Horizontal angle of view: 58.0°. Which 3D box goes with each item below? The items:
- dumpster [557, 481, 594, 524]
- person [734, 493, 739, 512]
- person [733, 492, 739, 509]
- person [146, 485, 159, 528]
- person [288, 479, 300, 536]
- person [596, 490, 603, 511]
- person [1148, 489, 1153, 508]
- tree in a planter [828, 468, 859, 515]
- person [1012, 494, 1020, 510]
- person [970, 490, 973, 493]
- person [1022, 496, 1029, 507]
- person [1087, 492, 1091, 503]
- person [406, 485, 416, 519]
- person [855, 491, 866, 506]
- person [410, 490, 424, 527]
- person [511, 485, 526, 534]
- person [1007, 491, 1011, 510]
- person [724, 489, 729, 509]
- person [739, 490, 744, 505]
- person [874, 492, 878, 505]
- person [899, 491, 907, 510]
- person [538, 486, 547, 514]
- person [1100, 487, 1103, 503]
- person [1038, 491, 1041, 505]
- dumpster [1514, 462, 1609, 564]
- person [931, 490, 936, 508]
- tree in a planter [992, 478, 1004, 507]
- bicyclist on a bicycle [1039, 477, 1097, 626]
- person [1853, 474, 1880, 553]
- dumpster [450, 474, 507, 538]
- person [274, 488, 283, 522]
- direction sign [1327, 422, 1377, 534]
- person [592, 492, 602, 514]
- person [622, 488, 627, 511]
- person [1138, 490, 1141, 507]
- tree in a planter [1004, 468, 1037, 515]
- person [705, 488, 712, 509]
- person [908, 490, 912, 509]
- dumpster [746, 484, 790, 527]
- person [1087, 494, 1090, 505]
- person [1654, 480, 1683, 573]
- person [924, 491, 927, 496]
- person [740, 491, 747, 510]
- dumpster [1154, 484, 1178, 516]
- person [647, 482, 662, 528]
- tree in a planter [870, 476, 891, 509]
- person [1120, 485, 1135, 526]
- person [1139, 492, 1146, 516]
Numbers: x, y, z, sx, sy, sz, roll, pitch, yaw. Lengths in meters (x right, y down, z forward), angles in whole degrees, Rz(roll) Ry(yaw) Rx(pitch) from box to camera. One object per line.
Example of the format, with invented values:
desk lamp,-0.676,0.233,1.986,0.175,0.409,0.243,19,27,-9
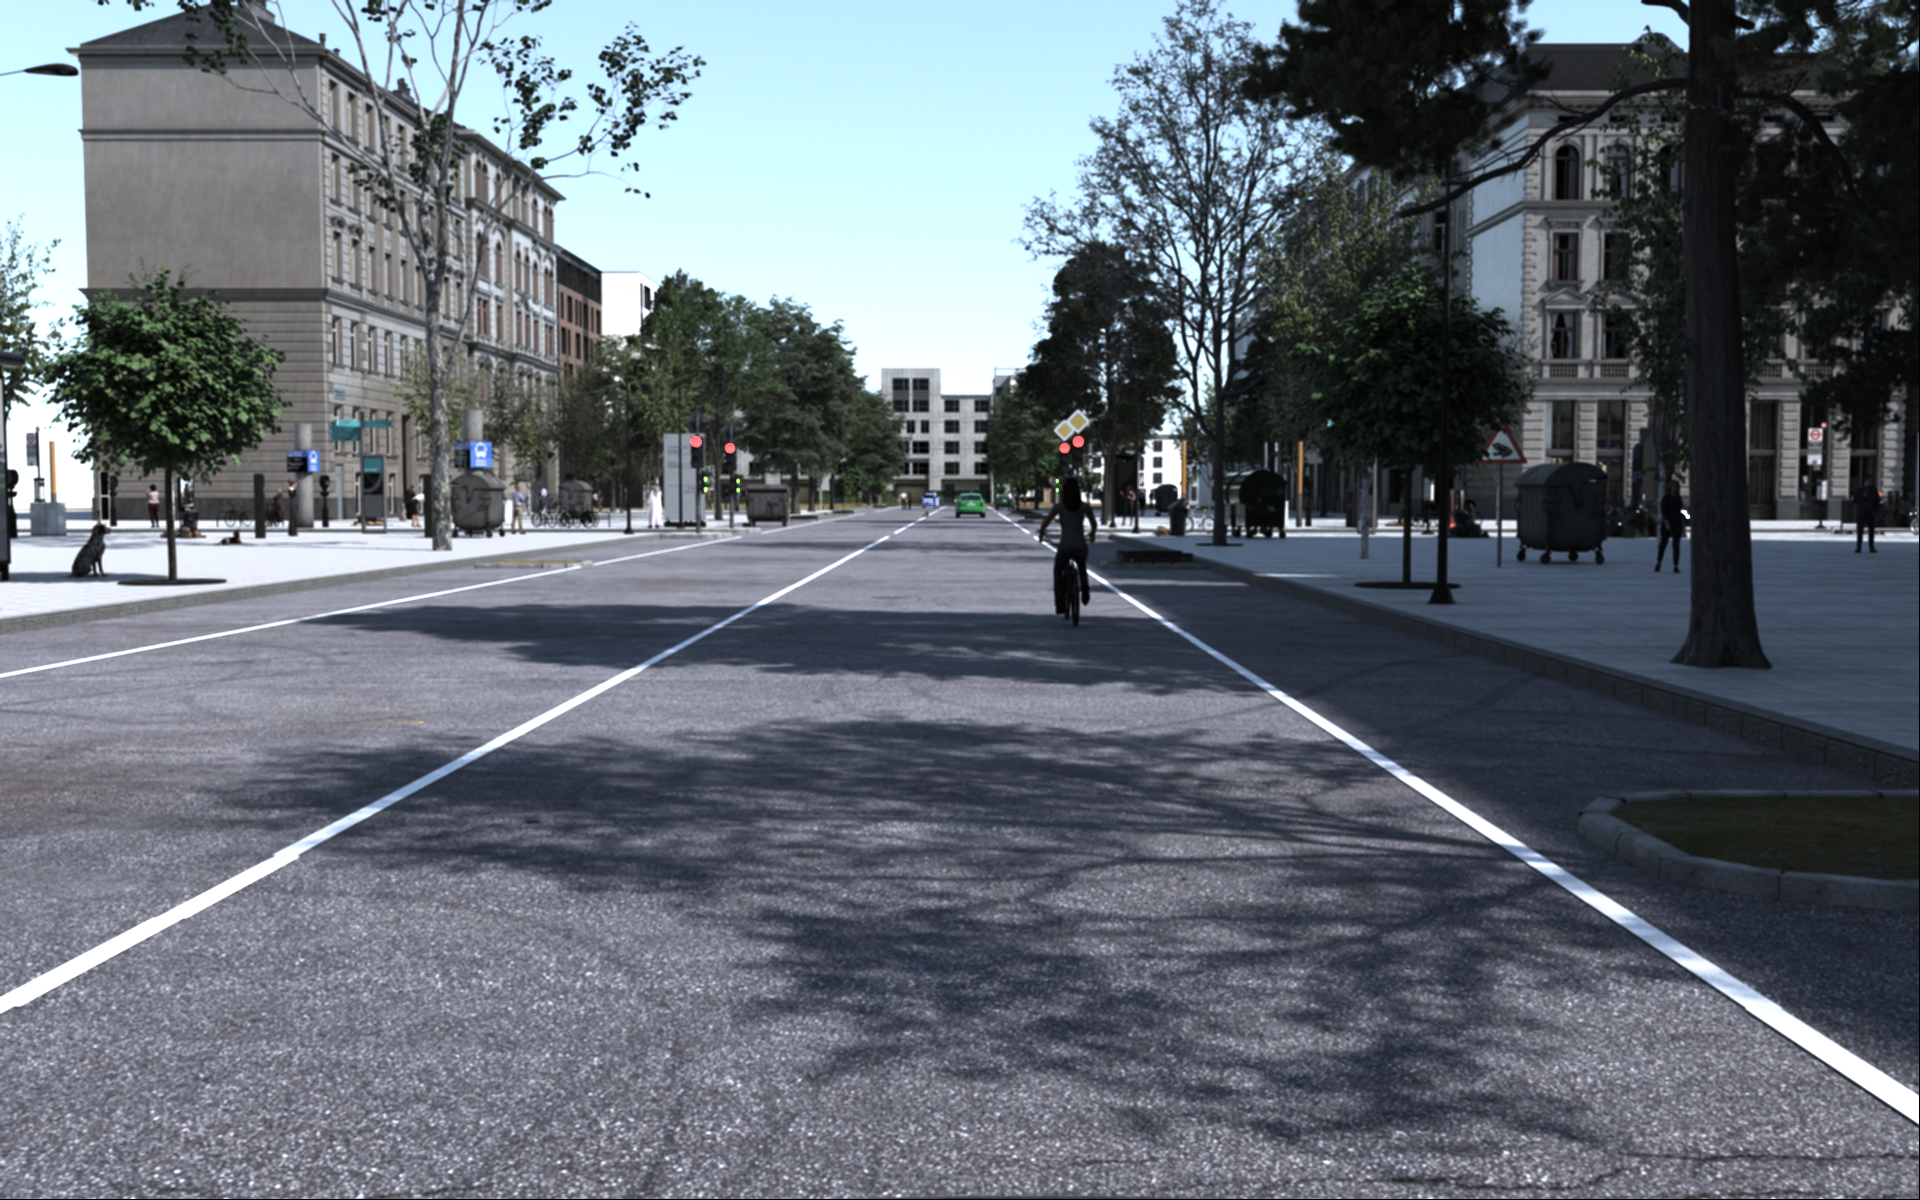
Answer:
dumpster,-16.699,-4.245,75.165,1.264,1.857,1.865,0,4,0
person,-16.024,-7.157,123.976,0.530,1.710,0.541,1,4,17
person,-17.279,-7.758,133.547,0.621,1.740,0.551,3,5,41
person,-30.835,-3.586,66.137,0.517,1.644,0.566,0,4,-6
person,-20.226,-2.808,52.752,0.445,1.727,0.742,-3,5,-43
person,-27.521,-7.588,132.316,0.569,1.553,0.471,-2,4,-30
person,17.508,-9.321,159.260,0.721,1.723,1.217,2,4,24
tree in a planter,-7.956,-7.398,118.178,1.991,3.239,1.994,0,4,0
person,4.890,-8.712,150.809,0.599,1.838,0.709,-1,4,-21
person,1.155,-10.091,173.496,1.348,1.822,0.705,0,4,-3
person,6.541,-10.083,174.165,0.557,1.426,1.065,3,5,44
person,14.497,-11.567,195.108,0.705,1.831,1.348,-1,4,-9
person,-27.929,-4.979,88.138,0.565,1.739,0.600,0,4,6
person,-10.901,-11.144,188.254,1.348,1.824,0.705,0,4,0
person,-20.793,-3.512,66.660,0.628,1.438,0.799,1,4,9
person,-14.206,-2.908,55.650,0.516,1.574,0.319,2,4,27
person,4.468,-9.117,158.497,0.436,1.711,0.756,1,4,21
person,-19.752,-8.564,146.882,0.721,1.723,1.217,0,4,-2
person,-26.132,-12.258,206.905,0.568,1.767,0.683,3,5,43
person,-9.571,-11.525,195.938,0.593,1.643,0.415,2,4,27
person,-5.147,-9.033,157.133,0.756,1.711,0.436,0,4,0
person,-27.359,-6.566,113.259,0.599,1.838,0.709,1,4,15
person,9.297,-6.385,111.116,0.565,1.739,0.600,-2,4,-35
person,9.356,-12.291,207.721,1.217,1.735,0.721,-3,5,-45
dumpster,11.197,-1.620,32.239,1.264,1.857,1.865,0,4,0
person,-2.738,-10.320,177.093,0.599,1.838,0.709,0,4,6
tree in a planter,4.555,-12.005,193.496,1.991,3.239,1.994,0,4,0
bicyclist on a bicycle,1.226,-0.564,19.240,1.499,1.676,1.625,0,4,-2
person,19.844,-1.894,37.935,0.541,1.710,0.530,2,4,25
dumpster,-14.264,-2.783,51.257,1.264,1.857,1.865,0,4,0
person,-30.901,-4.293,78.510,0.388,1.546,0.482,-2,4,-27
direction sign,12.374,-4.090,55.641,1.411,3.948,2.525,-1,4,-21
person,-23.069,-6.122,109.331,0.799,1.438,0.628,-2,4,-25
person,-25.170,-7.538,129.982,0.600,1.739,0.565,0,4,-5
person,17.841,-10.136,172.548,0.721,1.735,1.217,-3,5,-43
tree in a planter,4.170,-7.328,117.041,1.991,3.239,1.994,0,4,0
person,-20.947,-8.396,143.878,0.434,1.755,0.990,3,5,41
person,-4.698,-9.455,163.226,0.705,1.807,1.348,0,4,8
dumpster,-8.392,-4.130,75.740,1.865,1.857,1.264,0,4,1
person,13.417,-10.744,182.151,0.568,1.767,0.683,0,4,-2
person,11.654,-1.217,28.489,0.480,1.512,0.613,-2,4,-27
person,-3.996,-12.125,207.271,0.617,1.759,0.750,-1,4,-20
person,-17.440,-8.338,142.456,1.348,1.812,0.705,0,4,-1
dumpster,11.905,-5.740,99.600,1.264,1.857,1.865,0,3,0
person,-11.409,-3.555,64.828,0.551,1.740,0.621,-3,4,-37
tree in a planter,-7.697,-10.406,167.362,1.991,3.239,1.994,0,4,0
person,6.782,-3.828,70.098,0.593,1.643,0.415,0,4,-8
person,10.730,-5.668,101.941,0.421,1.427,0.697,0,4,-1
